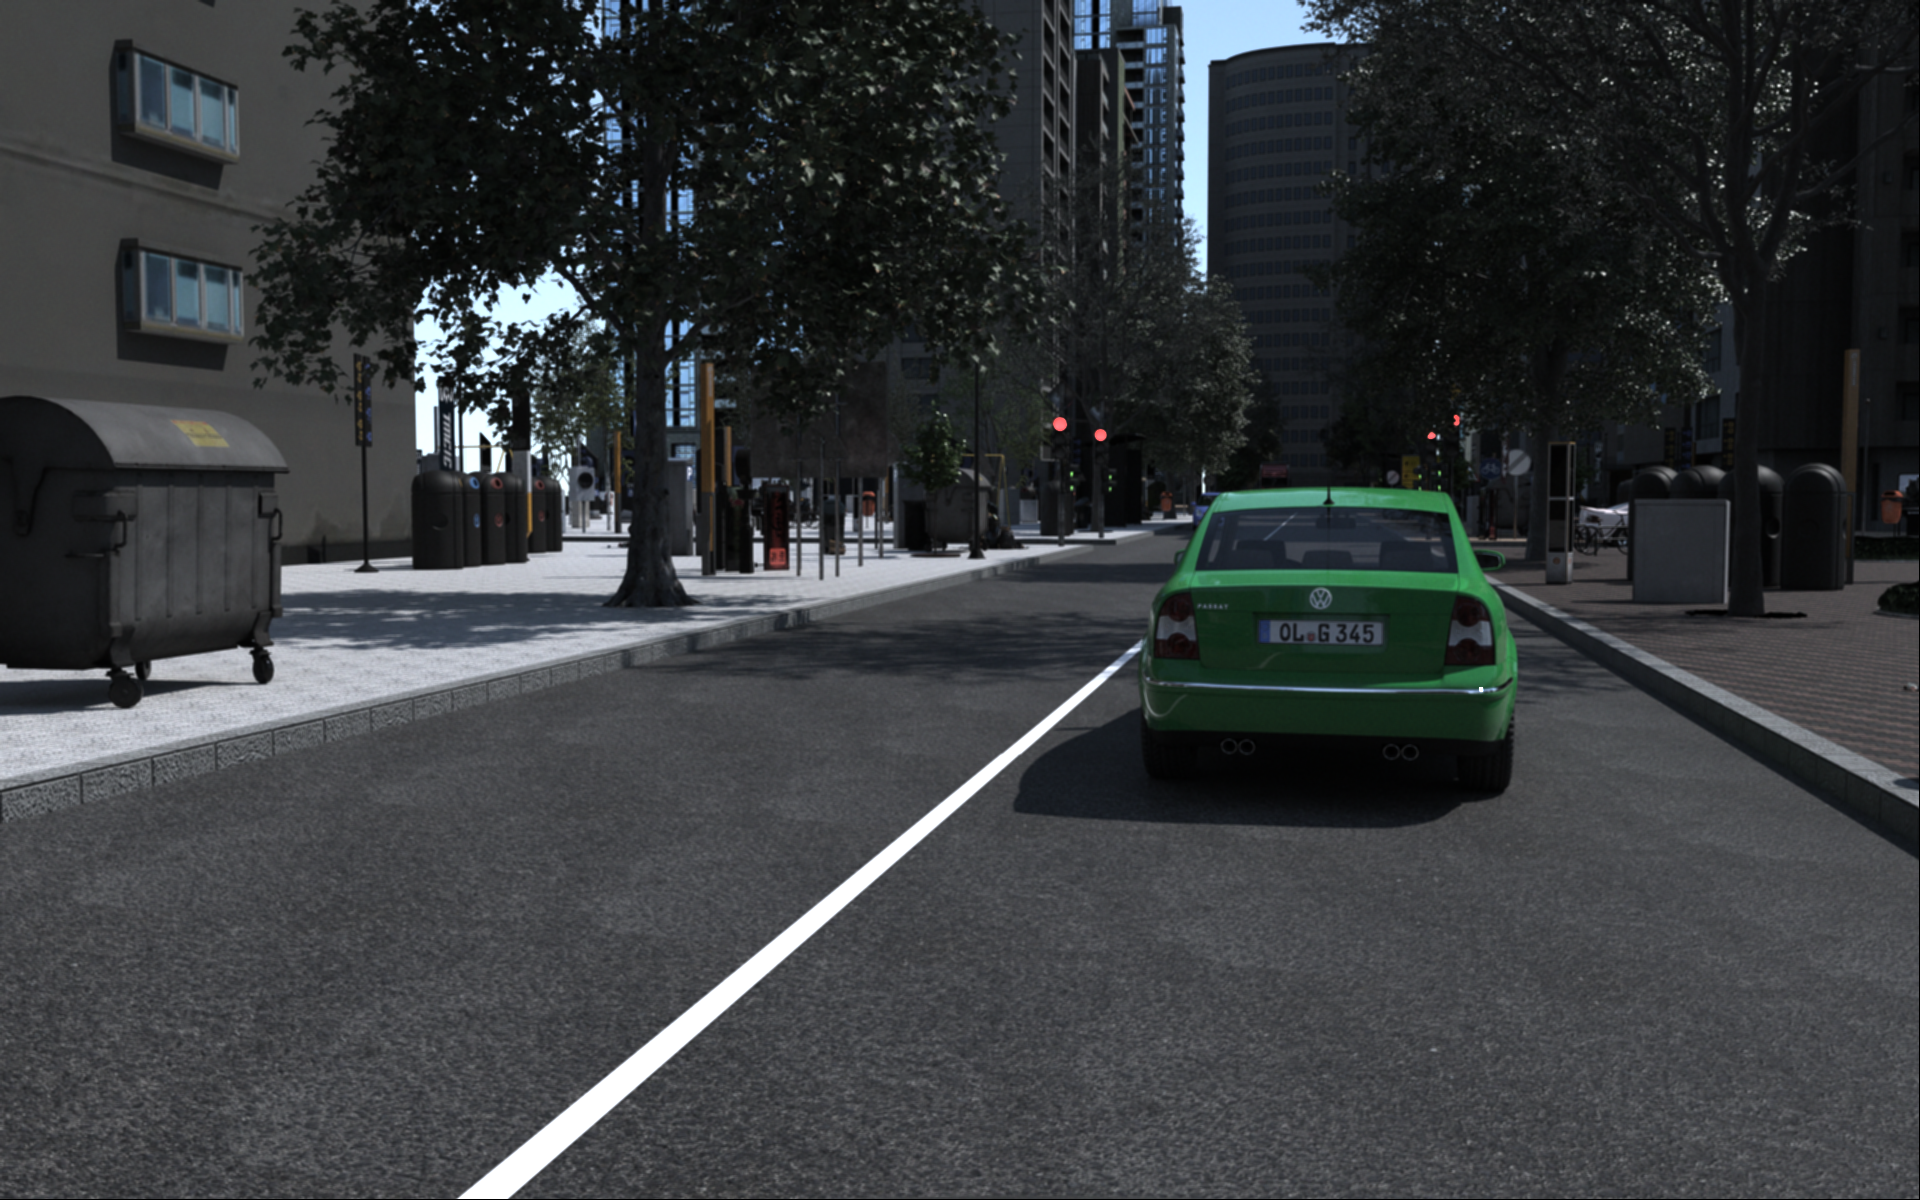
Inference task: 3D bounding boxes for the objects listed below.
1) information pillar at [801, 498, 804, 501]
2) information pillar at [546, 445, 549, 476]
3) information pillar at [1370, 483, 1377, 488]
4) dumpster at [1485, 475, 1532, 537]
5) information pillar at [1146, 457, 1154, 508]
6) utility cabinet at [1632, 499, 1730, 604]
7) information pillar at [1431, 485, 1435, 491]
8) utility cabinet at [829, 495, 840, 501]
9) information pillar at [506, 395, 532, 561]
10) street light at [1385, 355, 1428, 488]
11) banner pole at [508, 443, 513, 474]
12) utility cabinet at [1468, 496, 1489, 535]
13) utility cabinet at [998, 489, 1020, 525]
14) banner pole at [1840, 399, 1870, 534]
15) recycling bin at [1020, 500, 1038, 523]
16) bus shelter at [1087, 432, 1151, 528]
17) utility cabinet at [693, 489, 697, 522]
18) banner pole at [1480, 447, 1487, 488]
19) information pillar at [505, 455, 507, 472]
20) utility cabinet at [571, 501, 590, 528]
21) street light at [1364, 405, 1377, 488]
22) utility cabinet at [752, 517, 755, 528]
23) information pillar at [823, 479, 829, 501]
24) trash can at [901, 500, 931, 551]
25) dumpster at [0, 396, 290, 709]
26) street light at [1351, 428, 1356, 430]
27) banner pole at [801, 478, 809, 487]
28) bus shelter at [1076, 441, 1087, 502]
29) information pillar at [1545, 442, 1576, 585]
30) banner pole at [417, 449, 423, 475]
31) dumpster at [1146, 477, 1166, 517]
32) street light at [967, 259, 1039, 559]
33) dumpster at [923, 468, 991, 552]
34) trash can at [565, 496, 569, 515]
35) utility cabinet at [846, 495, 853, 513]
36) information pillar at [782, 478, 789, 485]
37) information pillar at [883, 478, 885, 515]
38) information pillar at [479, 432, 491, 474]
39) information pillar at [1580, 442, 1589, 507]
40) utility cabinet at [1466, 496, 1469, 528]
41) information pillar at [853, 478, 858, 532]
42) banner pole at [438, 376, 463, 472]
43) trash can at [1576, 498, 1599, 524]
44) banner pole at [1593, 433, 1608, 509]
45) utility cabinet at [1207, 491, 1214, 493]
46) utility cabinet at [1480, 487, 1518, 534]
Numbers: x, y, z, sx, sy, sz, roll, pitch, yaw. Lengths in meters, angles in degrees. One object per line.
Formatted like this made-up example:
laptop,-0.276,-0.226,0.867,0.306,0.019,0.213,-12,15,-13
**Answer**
information pillar,-10.483,-7.465,113.412,0.504,3.616,0.183,-1,4,-8
information pillar,-19.504,-5.538,81.893,0.183,3.616,0.504,-1,4,-8
information pillar,26.816,-6.595,112.325,0.304,2.012,0.304,-2,4,-27
dumpster,16.601,-2.852,52.393,1.264,1.857,1.865,1,4,12
information pillar,10.819,-6.563,98.660,0.504,3.616,0.183,-1,4,-16
utility cabinet,8.575,-0.577,20.602,1.020,1.237,0.306,2,4,32
information pillar,17.117,-3.582,63.053,0.304,2.012,0.304,0,4,7
utility cabinet,-9.078,-6.962,124.986,1.020,1.237,0.306,3,5,44
information pillar,-8.382,-2.553,33.100,0.504,3.616,0.183,3,5,40
street light,14.999,-5.220,57.892,1.470,5.913,1.316,1,4,12
banner pole,-16.562,-4.589,65.048,0.863,3.779,0.401,-1,4,-12
utility cabinet,16.464,-2.659,54.636,0.306,1.237,1.020,3,4,37
utility cabinet,2.016,-3.838,71.426,0.318,1.500,1.173,2,4,35
banner pole,23.769,-3.421,45.958,0.863,3.779,0.401,3,5,44
recycling bin,3.070,-3.968,77.424,0.722,1.027,0.722,0,4,-8
bus shelter,6.467,-4.765,69.186,1.731,3.624,6.357,1,4,12
utility cabinet,-11.997,-4.287,78.765,0.318,1.500,1.173,3,4,37
banner pole,27.643,-6.207,91.493,0.401,3.779,0.863,3,5,41
information pillar,-22.140,-5.750,85.368,0.504,3.616,0.183,-1,4,-9
utility cabinet,-14.320,-3.470,65.421,0.318,1.500,1.173,0,4,7
street light,21.632,-7.189,90.076,1.470,5.913,1.316,1,4,12
utility cabinet,-8.287,-3.441,64.932,1.173,1.500,0.318,-2,4,-28
information pillar,-6.586,-4.923,84.978,0.304,2.012,0.304,0,4,-2
trash can,-0.961,-1.698,39.422,0.748,1.137,0.748,0,3,0
dumpster,-5.355,-0.326,11.095,1.264,1.857,1.865,1,4,12
street light,28.224,-9.141,121.997,1.470,5.913,1.316,1,4,12
banner pole,-7.160,-5.426,78.729,0.863,3.779,0.401,-3,5,-43
bus shelter,6.318,-5.165,75.735,1.731,3.624,6.357,1,4,12
information pillar,8.522,-1.229,24.580,0.304,2.012,0.304,2,4,35
banner pole,-26.842,-5.824,85.236,0.863,3.779,0.401,-2,4,-27
dumpster,11.202,-5.794,97.223,1.502,2.255,1.985,1,4,12
street light,0.858,-3.765,34.093,1.470,5.913,1.316,1,4,12
dumpster,-0.076,-2.008,38.590,1.264,1.857,1.865,1,4,12
trash can,-23.813,-5.653,104.081,0.748,1.137,0.748,0,3,0
utility cabinet,-7.125,-6.367,115.255,1.020,1.237,0.306,2,4,35
information pillar,-10.537,-6.928,104.623,0.504,3.616,0.183,3,5,41
information pillar,-4.616,-6.994,105.698,0.504,3.616,0.183,3,4,37
information pillar,-17.931,-4.532,65.450,0.183,3.616,0.504,2,4,35
information pillar,28.309,-5.329,78.483,0.183,3.616,0.504,-1,4,-15
utility cabinet,19.552,-3.351,65.946,0.306,1.237,1.020,2,4,31
information pillar,-3.489,-3.321,58.782,0.304,2.012,0.304,0,4,-5
banner pole,-9.527,-2.602,32.560,0.401,3.779,0.863,1,4,23
trash can,21.300,-2.886,58.837,0.748,1.137,0.748,0,3,0
banner pole,26.277,-4.954,71.023,0.401,3.779,0.863,-2,4,-24
utility cabinet,17.920,-7.012,123.325,0.318,1.500,1.173,2,4,31
utility cabinet,17.345,-2.880,55.772,0.318,1.500,1.173,-3,5,-44
